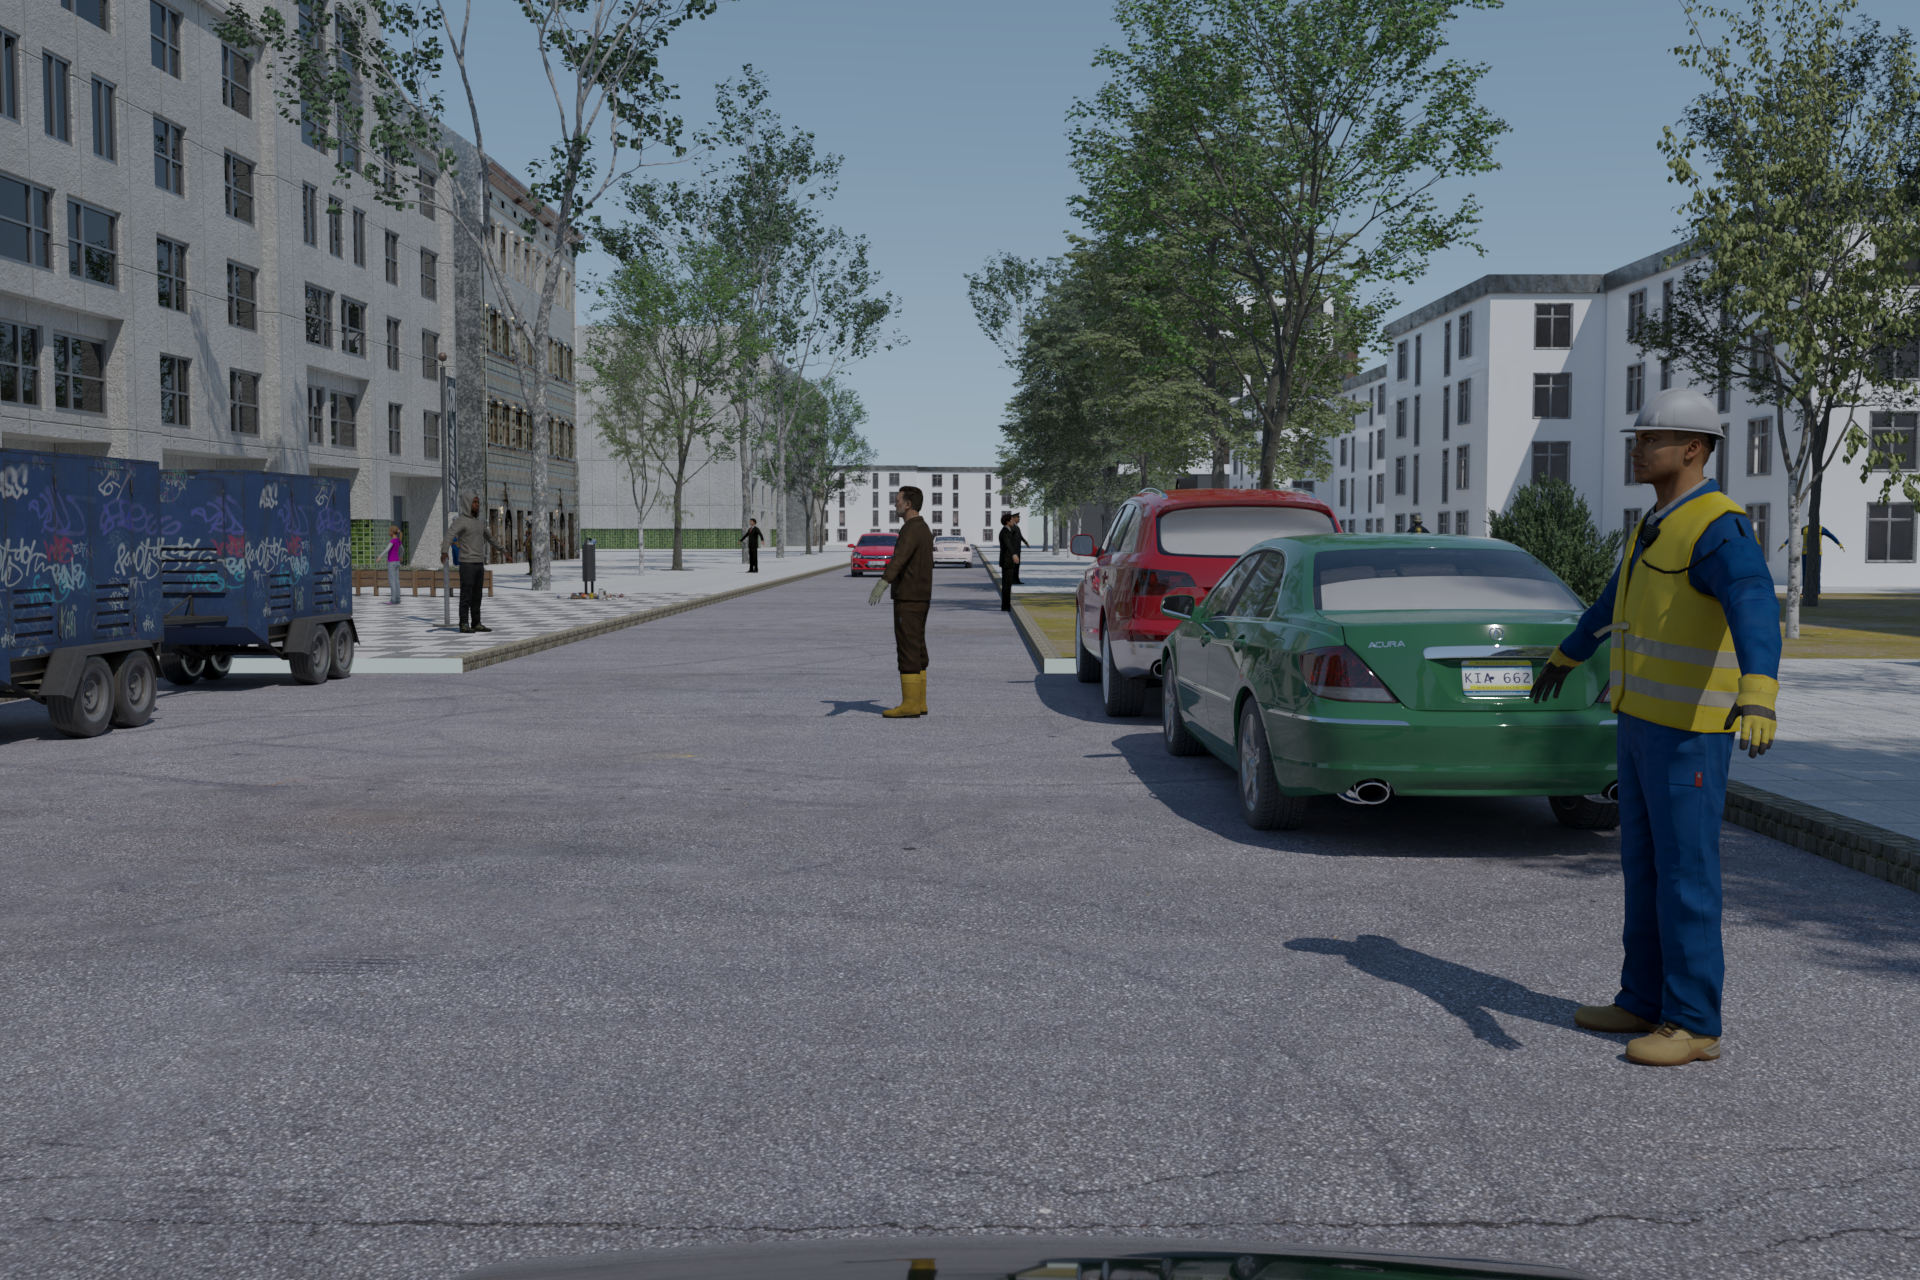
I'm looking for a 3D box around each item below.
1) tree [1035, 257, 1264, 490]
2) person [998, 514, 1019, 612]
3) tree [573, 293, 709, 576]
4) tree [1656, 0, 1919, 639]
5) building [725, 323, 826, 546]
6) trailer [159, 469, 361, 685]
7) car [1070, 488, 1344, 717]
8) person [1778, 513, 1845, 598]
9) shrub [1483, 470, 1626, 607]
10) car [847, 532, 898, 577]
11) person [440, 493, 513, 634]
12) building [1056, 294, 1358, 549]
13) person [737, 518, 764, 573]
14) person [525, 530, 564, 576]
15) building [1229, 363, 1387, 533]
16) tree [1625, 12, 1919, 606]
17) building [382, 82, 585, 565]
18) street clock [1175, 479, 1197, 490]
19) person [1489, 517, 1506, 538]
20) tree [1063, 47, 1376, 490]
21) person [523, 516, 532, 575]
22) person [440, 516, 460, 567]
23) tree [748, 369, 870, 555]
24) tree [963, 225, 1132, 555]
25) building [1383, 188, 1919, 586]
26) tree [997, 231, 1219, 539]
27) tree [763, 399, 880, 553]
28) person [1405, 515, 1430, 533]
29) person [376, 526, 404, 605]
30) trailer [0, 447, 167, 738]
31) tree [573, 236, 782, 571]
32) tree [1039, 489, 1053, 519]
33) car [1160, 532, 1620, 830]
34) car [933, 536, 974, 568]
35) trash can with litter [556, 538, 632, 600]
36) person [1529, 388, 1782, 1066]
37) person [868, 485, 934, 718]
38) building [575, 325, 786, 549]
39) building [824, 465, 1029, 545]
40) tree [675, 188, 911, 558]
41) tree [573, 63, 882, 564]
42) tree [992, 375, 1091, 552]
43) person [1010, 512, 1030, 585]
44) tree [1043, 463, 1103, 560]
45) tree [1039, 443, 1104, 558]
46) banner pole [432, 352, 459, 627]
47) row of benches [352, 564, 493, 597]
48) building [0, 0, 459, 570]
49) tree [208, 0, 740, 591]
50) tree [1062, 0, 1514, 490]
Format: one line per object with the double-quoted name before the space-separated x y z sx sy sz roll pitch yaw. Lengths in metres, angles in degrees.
"tree" 5.978 -7.318 54.054 7.601 10.594 8.767 -1 4 -10
"person" 0.903 -1.432 32.064 0.705 1.806 1.347 0 4 -5
"tree" -9.841 -6.294 53.267 4.360 8.622 3.978 0 3 0
"tree" 10.235 -4.308 20.805 4.737 8.622 4.395 0 3 0
"building" -24.618 -21.912 189.188 19.493 23.208 18.063 0 4 -1
"trailer" -6.792 -0.550 16.043 1.471 1.999 3.904 0 4 0
"car" 2.142 -0.395 15.130 2.281 1.827 5.304 0 3 0
"person" 16.988 -1.719 34.562 1.216 1.772 0.721 3 4 36
"shrub" 6.880 -0.969 20.256 1.690 2.028 1.600 0 3 0
"car" -2.726 -3.049 58.899 2.155 1.783 4.494 0 4 0
"person" -6.320 -1.000 22.484 0.705 1.813 1.348 2 4 24
"building" 22.850 -19.569 163.924 27.936 21.610 32.646 0 4 0
"person" -6.852 -3.118 57.172 1.347 1.806 0.705 3 5 44
"person" -12.593 -2.824 52.317 0.704 1.843 1.345 3 5 43
"building" 21.759 -9.522 97.828 9.099 9.664 28.070 0 3 0
"tree" 15.480 -5.882 30.577 7.601 10.594 8.767 -1 4 -13
"building" -28.644 -15.165 78.879 19.493 23.208 18.063 0 4 -1
"street clock" 2.946 -1.105 22.639 0.358 2.002 0.471 0 4 -1
"person" 14.308 -2.355 45.302 1.217 1.733 0.721 2 4 32
"tree" 5.804 -7.533 41.292 7.486 12.596 7.792 0 3 0
"person" -13.388 -2.949 53.978 0.705 1.858 1.354 -2 4 -23
"person" -15.758 -2.952 54.127 1.347 1.847 0.705 3 4 38
"tree" -9.417 -11.164 108.290 9.928 11.665 9.643 0 3 0
"tree" 6.854 -15.077 102.400 12.611 20.169 13.585 0 3 0
"building" 21.556 -6.975 56.187 9.099 9.664 28.070 0 4 0
"tree" 6.048 -10.052 71.005 9.857 13.997 8.962 0 3 0
"tree" -9.511 -11.178 117.181 8.767 10.594 7.601 0 4 3
"person" 14.173 -2.929 53.672 1.354 1.856 0.705 0 4 7
"person" -10.369 -1.362 31.541 0.599 1.433 0.991 0 4 7
"trailer" -6.793 -0.288 11.758 1.471 1.999 3.904 0 4 1
"tree" -9.778 -8.233 60.369 9.928 11.665 9.643 0 3 0
"tree" 12.217 -16.063 212.997 4.360 8.622 3.978 0 3 0
"car" 2.281 0.121 9.823 2.131 1.459 4.920 0 4 -1
"car" -0.422 -3.744 73.575 2.083 1.381 4.827 0 4 -1
"trash can with litter" -7.237 -1.447 34.723 1.678 1.210 2.233 0 4 2
"person" 1.949 0.221 4.817 0.705 1.833 1.349 0 4 -3
"person" -0.416 -0.305 13.588 0.704 1.812 1.346 1 4 14
"building" -26.314 -18.120 162.722 16.747 18.905 31.486 0 3 0
"building" -5.531 -16.374 212.311 28.070 9.664 9.099 0 4 -5
"tree" -9.056 -14.517 93.237 12.611 20.169 13.585 0 3 0
"tree" -9.730 -13.249 72.505 12.611 20.169 13.585 0 3 0
"tree" 6.076 -12.564 123.552 7.486 12.596 7.792 0 3 0
"person" 1.434 -2.330 44.029 0.705 1.837 1.347 2 4 24
"tree" 5.824 -8.219 84.743 4.360 8.622 3.978 0 3 0
"tree" 6.006 -8.681 92.299 4.737 8.622 4.395 0 3 0
"banner pole" -7.128 -2.090 24.191 0.401 3.779 0.863 0 4 0
"row of benches" -11.395 -1.239 35.722 4.104 0.672 1.422 1 4 21
"building" -27.555 -11.170 49.094 16.747 18.905 31.486 0 4 1
"tree" -10.493 -11.258 39.959 12.611 20.169 13.585 0 3 0
"tree" 5.316 -6.315 29.009 9.928 11.665 9.643 0 3 0
